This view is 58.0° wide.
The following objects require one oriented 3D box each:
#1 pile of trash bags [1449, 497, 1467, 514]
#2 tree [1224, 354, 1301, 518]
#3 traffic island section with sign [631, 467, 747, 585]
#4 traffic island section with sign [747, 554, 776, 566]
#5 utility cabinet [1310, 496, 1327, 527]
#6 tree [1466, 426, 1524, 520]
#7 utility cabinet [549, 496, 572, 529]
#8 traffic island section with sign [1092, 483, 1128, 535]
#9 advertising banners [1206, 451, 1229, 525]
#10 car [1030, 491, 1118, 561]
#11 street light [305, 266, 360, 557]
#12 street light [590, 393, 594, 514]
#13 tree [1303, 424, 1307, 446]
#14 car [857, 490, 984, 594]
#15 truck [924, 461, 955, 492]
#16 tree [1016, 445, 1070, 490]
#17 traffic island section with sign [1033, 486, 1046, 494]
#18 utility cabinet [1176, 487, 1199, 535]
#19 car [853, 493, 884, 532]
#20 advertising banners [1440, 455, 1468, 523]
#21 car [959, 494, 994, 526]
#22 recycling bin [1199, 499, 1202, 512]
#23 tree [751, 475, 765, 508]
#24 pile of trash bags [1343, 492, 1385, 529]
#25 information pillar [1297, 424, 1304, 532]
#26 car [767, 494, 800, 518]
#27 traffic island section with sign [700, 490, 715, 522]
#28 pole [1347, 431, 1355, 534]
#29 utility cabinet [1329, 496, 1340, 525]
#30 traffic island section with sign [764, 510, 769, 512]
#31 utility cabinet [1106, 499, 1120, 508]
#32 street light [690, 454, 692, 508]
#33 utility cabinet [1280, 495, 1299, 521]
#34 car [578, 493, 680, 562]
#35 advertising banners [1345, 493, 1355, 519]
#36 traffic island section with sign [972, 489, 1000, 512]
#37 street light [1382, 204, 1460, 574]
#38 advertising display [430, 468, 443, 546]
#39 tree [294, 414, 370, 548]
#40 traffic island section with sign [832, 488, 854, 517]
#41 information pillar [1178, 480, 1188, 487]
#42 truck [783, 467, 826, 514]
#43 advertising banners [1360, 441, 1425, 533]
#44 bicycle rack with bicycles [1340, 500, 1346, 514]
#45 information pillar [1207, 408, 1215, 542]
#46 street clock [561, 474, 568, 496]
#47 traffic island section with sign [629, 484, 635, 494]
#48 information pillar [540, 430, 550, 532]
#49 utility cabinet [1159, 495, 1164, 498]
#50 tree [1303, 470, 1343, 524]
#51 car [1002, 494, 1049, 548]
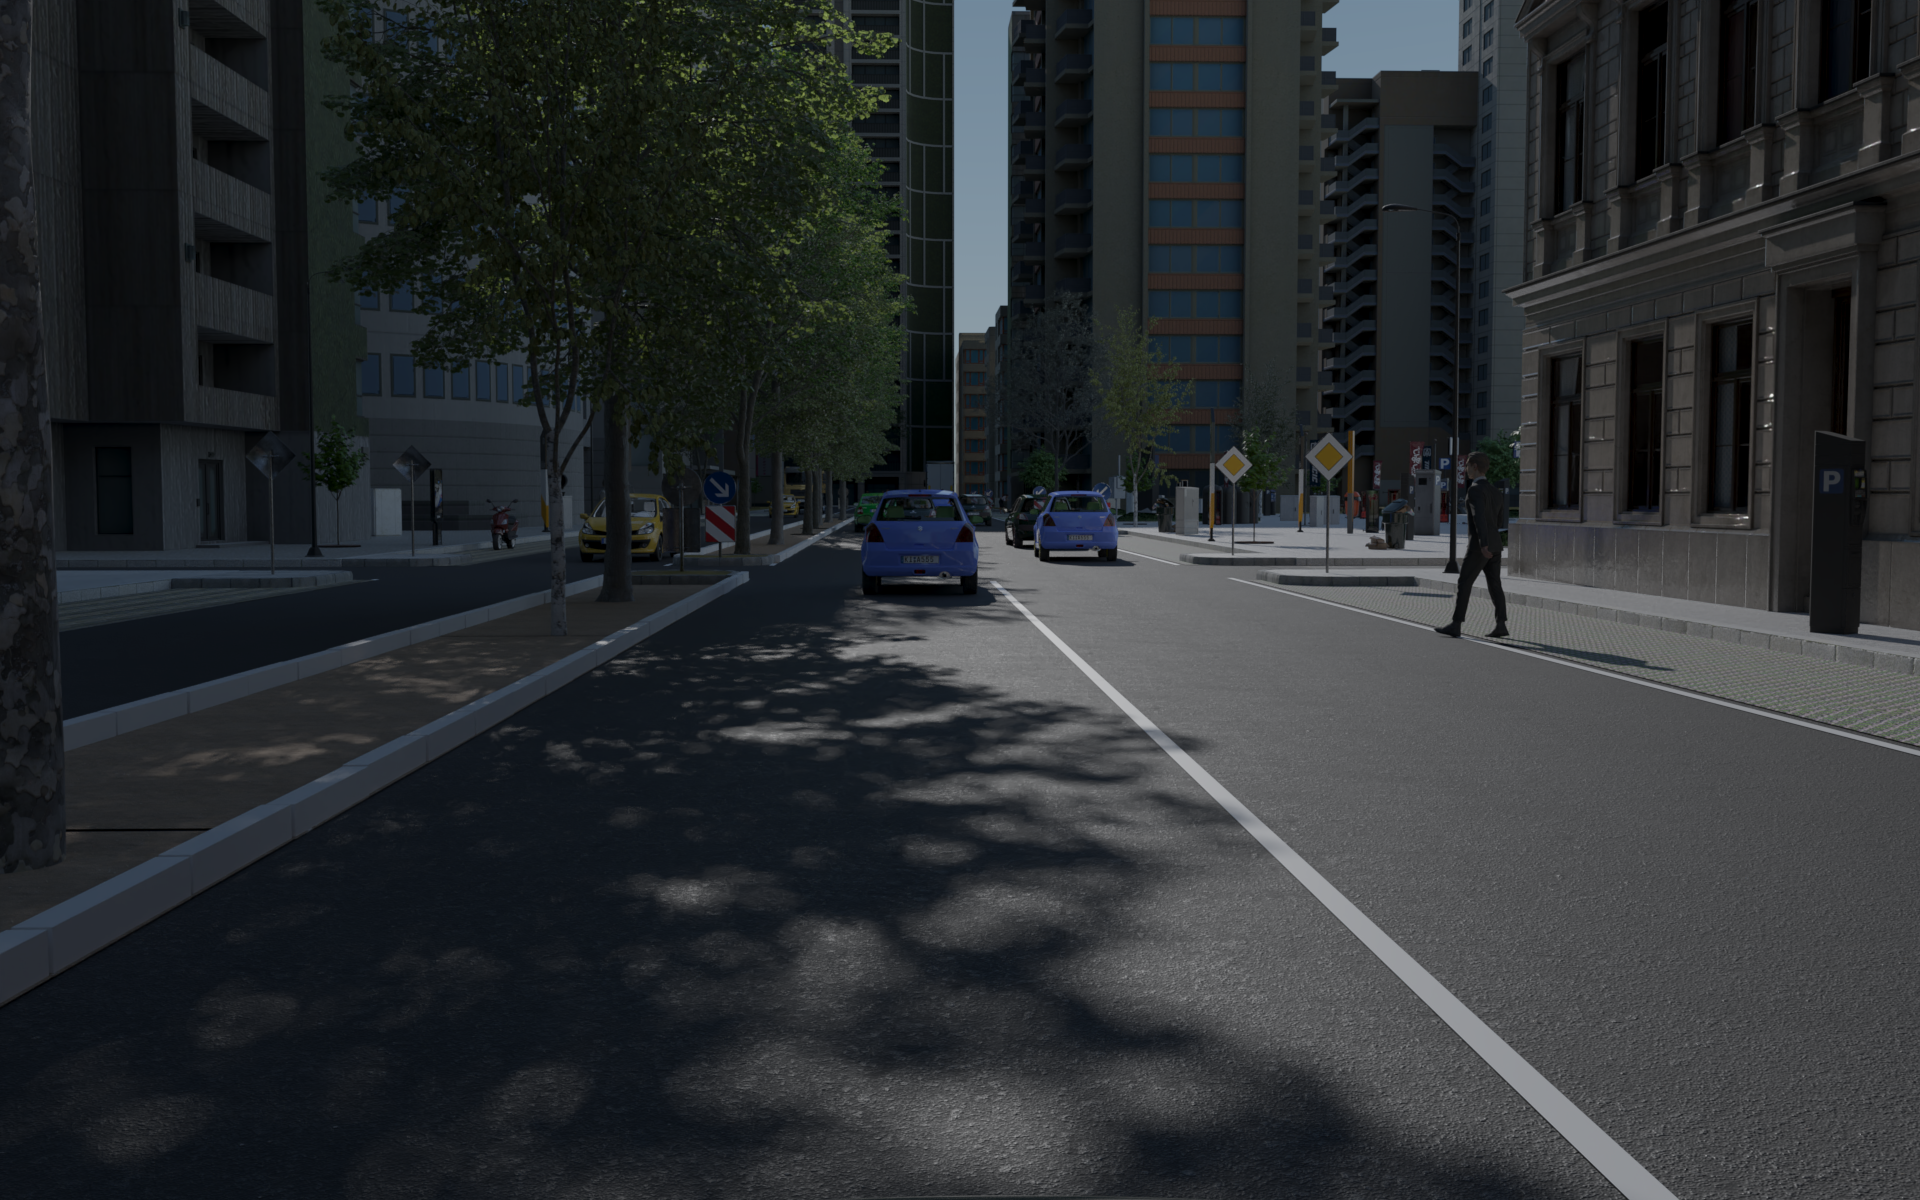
[{"bbox_3d":[31.982,-6.164,110.535,1.912,1.369,3.447,3,5,40],"label":"pile of trash bags"},{"bbox_3d":[16.025,-8.676,92.208,4.360,8.622,3.978,0,3,0],"label":"tree"},{"bbox_3d":[-4.597,-1.220,28.086,2.006,1.907,1.989,0,4,-2],"label":"traffic island section with sign"},{"bbox_3d":[-4.846,-1.673,35.489,2.006,1.907,1.989,0,4,-2],"label":"traffic island section with sign"},{"bbox_3d":[13.987,-3.469,67.878,0.306,1.237,1.020,2,4,27],"label":"utility cabinet"},{"bbox_3d":[26.566,-6.204,85.142,4.285,4.588,4.351,0,3,0],"label":"tree"},{"bbox_3d":[-14.653,-3.202,63.518,0.306,1.237,1.020,2,4,26],"label":"utility cabinet"},{"bbox_3d":[4.832,-3.227,61.387,1.989,1.847,2.006,0,4,-2],"label":"traffic island section with sign"},{"bbox_3d":[10.641,-4.594,71.307,0.090,3.025,2.074,-1,4,-17],"label":"advertising banners"},{"bbox_3d":[2.519,-1.753,38.248,1.945,1.707,3.694,0,4,0],"label":"car"},{"bbox_3d":[-12.683,-3.840,35.319,1.470,5.913,1.316,0,4,-2],"label":"street light"},{"bbox_3d":[-13.915,-5.836,67.952,1.470,5.913,1.316,0,4,-2],"label":"street light"},{"bbox_3d":[19.632,-9.749,109.759,4.360,8.622,3.978,0,3,0],"label":"tree"},{"bbox_3d":[-0.598,-1.010,26.101,1.945,1.707,3.694,0,4,-1],"label":"car"},{"bbox_3d":[-1.801,-10.054,153.301,2.839,4.237,11.283,0,4,-1],"label":"truck"},{"bbox_3d":[5.490,-7.916,113.146,4.285,4.588,4.351,0,3,0],"label":"tree"},{"bbox_3d":[3.896,-4.875,88.326,1.989,1.847,2.006,0,4,-2],"label":"traffic island section with sign"},{"bbox_3d":[7.102,-2.774,54.034,0.318,1.500,1.173,2,4,30],"label":"utility cabinet"},{"bbox_3d":[-3.117,-3.518,66.309,1.959,1.807,4.718,0,4,-2],"label":"car"},{"bbox_3d":[21.601,-4.967,77.406,2.074,3.025,0.090,1,4,11],"label":"advertising banners"},{"bbox_3d":[0.555,-4.203,78.505,2.009,1.686,4.222,0,4,-1],"label":"car"},{"bbox_3d":[12.645,-4.826,91.451,0.722,1.027,0.722,3,5,41],"label":"recycling bin"},{"bbox_3d":[-18.484,-9.923,156.835,1.663,3.219,1.824,0,3,0],"label":"tree"},{"bbox_3d":[15.736,-3.271,63.238,3.447,1.369,1.912,1,4,21],"label":"pile of trash bags"},{"bbox_3d":[11.444,-4.083,58.113,0.183,3.616,0.504,0,4,4],"label":"information pillar"},{"bbox_3d":[-10.659,-5.789,104.879,2.015,1.641,3.980,0,4,-3],"label":"car"},{"bbox_3d":[-12.771,-4.863,88.140,1.989,1.847,2.006,0,4,-2],"label":"traffic island section with sign"},{"bbox_3d":[12.622,-3.798,55.939,0.158,3.312,0.155,0,3,0],"label":"pole"},{"bbox_3d":[15.464,-3.772,72.830,1.020,1.237,0.306,-1,4,-20],"label":"utility cabinet"},{"bbox_3d":[-14.496,-7.871,137.319,1.989,1.847,2.006,0,4,-2],"label":"traffic island section with sign"},{"bbox_3d":[9.613,-6.158,109.369,1.173,1.500,0.318,-3,5,-41],"label":"utility cabinet"},{"bbox_3d":[-15.015,-7.805,100.151,1.470,5.913,1.316,0,4,-2],"label":"street light"},{"bbox_3d":[15.781,-4.366,82.550,1.020,1.237,0.306,1,4,8],"label":"utility cabinet"},{"bbox_3d":[-7.210,-1.699,38.002,2.015,1.641,3.980,0,4,0],"label":"car"},{"bbox_3d":[20.910,-5.717,89.657,2.074,3.025,0.090,-1,4,-14],"label":"advertising banners"},{"bbox_3d":[2.164,-7.915,138.030,1.989,1.847,2.006,0,4,-2],"label":"traffic island section with sign"},{"bbox_3d":[7.457,-3.387,27.926,1.470,5.913,1.316,0,4,-2],"label":"street light"},{"bbox_3d":[-13.124,-2.338,43.435,0.123,1.923,0.974,0,4,-6],"label":"advertising display"},{"bbox_3d":[-15.149,-2.881,41.712,1.663,3.219,1.824,0,3,0],"label":"tree"},{"bbox_3d":[-7.481,-6.266,110.582,2.006,1.907,1.989,0,4,-2],"label":"traffic island section with sign"},{"bbox_3d":[11.758,-5.281,90.830,0.304,2.012,0.304,0,4,-7],"label":"information pillar"},{"bbox_3d":[-11.215,-7.892,124.962,3.469,3.379,9.791,0,4,-2],"label":"truck"},{"bbox_3d":[14.321,-3.729,57.150,2.074,3.025,0.090,0,4,-7],"label":"advertising banners"},{"bbox_3d":[23.852,-5.911,110.023,2.925,0.926,2.852,-3,4,-39],"label":"bicycle rack with bicycles"},{"bbox_3d":[6.815,-3.391,46.802,0.183,3.616,0.504,0,4,4],"label":"information pillar"},{"bbox_3d":[-14.221,-3.492,61.666,0.471,2.002,0.358,0,4,4],"label":"street clock"},{"bbox_3d":[-11.837,-3.215,61.201,1.989,1.847,2.006,0,4,-2],"label":"traffic island section with sign"},{"bbox_3d":[-13.994,-4.097,58.337,0.183,3.616,0.504,-2,4,-34],"label":"information pillar"},{"bbox_3d":[10.637,-5.095,94.471,1.020,1.237,0.306,2,4,35],"label":"utility cabinet"},{"bbox_3d":[15.551,-4.894,74.614,1.663,3.219,1.824,0,3,0],"label":"tree"},{"bbox_3d":[2.197,-2.300,47.392,2.009,1.686,4.222,0,4,-3],"label":"car"}]
